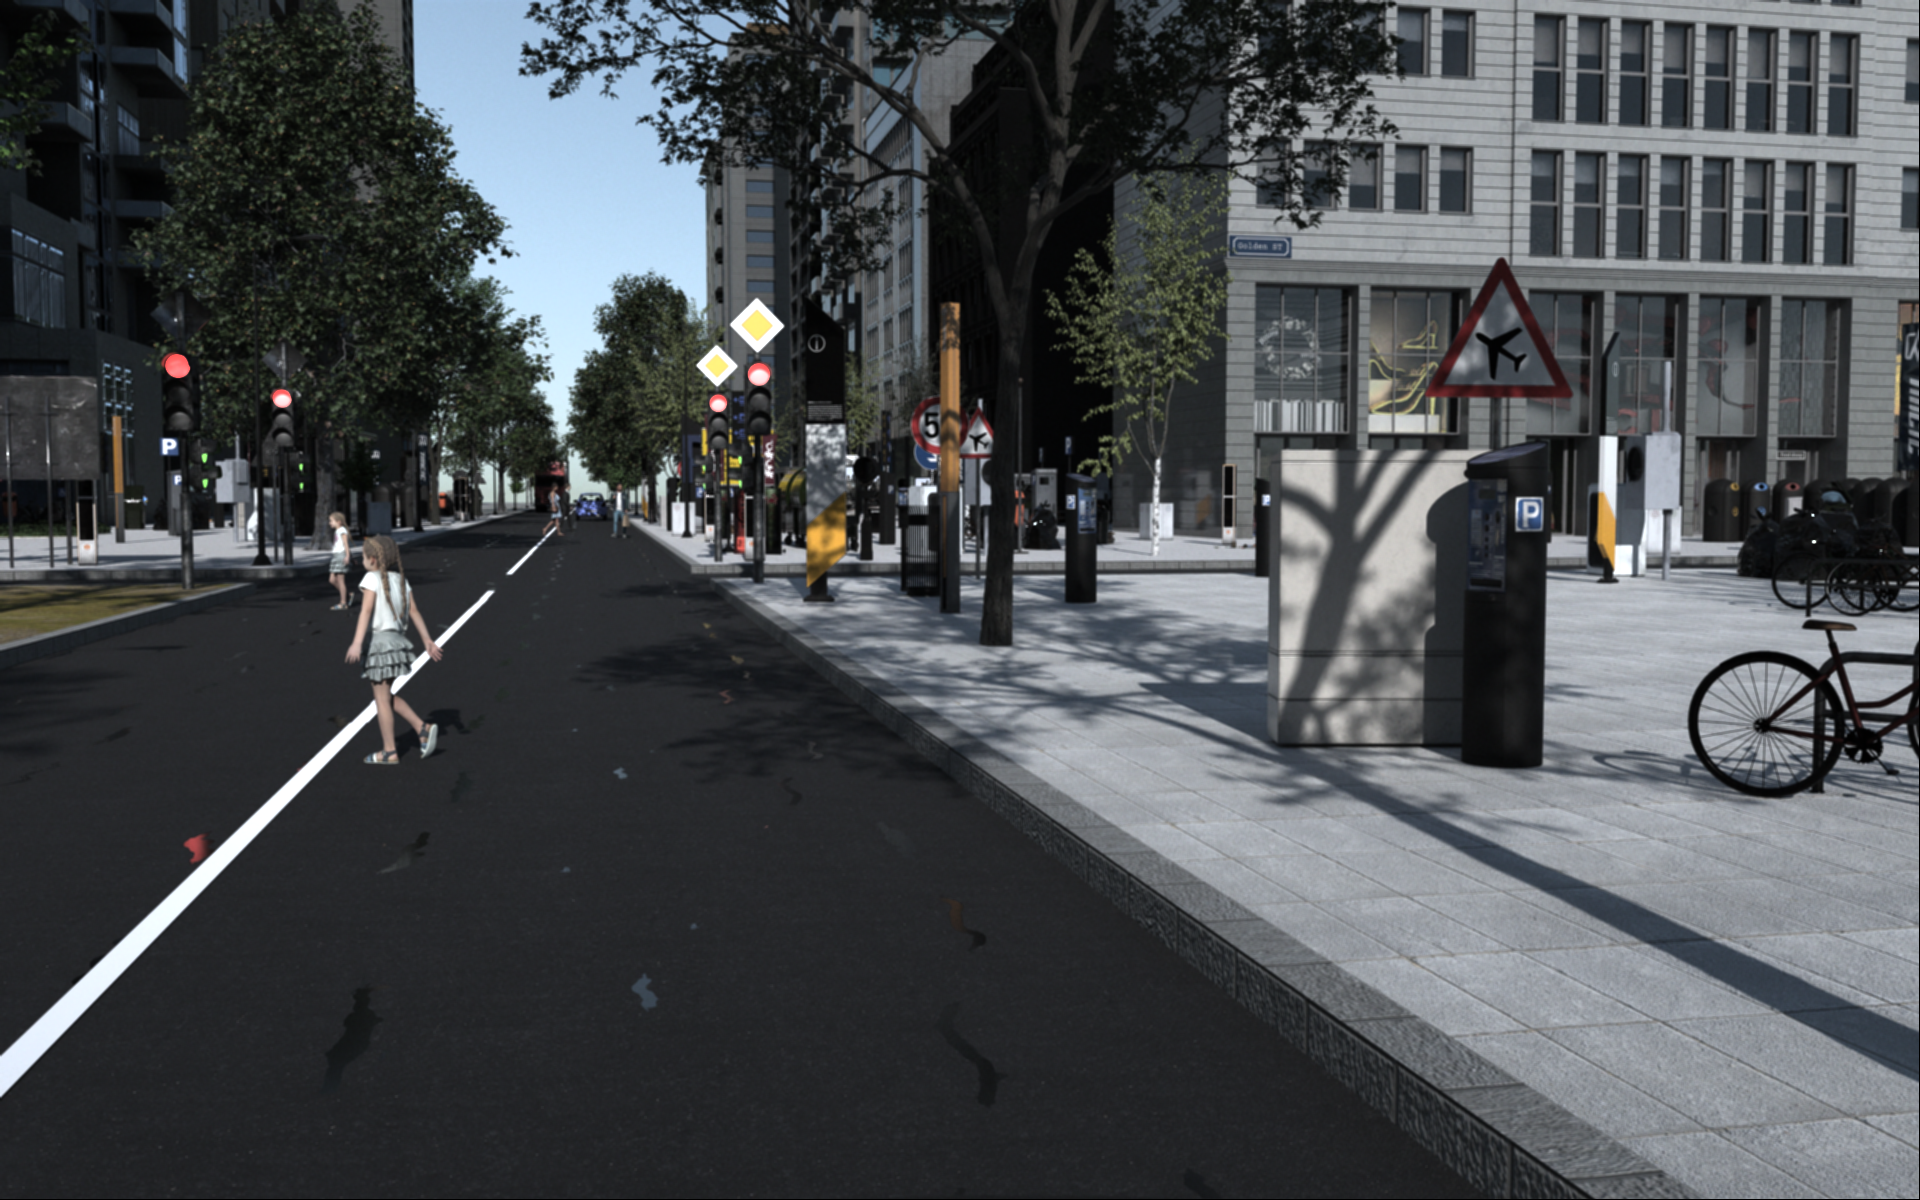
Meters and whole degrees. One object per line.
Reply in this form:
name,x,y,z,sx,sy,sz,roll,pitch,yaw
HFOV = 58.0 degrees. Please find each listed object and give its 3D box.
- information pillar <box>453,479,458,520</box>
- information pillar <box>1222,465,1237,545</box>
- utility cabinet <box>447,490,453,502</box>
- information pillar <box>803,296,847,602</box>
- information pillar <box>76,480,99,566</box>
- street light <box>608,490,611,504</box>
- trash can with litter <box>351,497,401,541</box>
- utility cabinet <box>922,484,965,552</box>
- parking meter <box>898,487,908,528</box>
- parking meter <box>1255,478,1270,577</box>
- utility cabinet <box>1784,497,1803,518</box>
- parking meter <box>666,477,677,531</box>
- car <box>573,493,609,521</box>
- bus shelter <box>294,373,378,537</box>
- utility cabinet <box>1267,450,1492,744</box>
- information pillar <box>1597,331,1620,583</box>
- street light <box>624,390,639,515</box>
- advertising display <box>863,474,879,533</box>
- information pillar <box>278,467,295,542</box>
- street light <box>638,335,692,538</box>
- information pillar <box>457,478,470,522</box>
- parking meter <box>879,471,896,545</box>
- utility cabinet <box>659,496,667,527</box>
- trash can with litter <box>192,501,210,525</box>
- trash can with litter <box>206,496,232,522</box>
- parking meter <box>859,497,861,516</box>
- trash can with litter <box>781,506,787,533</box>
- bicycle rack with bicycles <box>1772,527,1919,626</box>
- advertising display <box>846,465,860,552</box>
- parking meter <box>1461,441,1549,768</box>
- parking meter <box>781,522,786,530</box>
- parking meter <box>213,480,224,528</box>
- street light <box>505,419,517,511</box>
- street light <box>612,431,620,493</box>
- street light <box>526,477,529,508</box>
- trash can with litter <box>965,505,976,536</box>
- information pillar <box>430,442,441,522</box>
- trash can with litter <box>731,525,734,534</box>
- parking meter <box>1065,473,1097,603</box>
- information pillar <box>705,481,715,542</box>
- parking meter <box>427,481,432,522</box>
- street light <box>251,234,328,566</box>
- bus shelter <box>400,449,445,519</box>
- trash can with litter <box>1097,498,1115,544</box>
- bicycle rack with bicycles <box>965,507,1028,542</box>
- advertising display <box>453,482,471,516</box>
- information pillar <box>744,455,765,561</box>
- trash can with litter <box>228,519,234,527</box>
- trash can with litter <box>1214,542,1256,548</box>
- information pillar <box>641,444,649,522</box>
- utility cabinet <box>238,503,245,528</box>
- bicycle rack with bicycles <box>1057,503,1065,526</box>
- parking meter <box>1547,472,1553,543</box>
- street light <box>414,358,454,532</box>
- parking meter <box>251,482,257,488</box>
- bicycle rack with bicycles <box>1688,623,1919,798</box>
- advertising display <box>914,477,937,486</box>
information pillar,-24.628,-4.923,84.975,0.304,2.012,0.304,0,4,7
information pillar,6.742,-2.374,43.308,0.304,2.012,0.304,1,4,20
utility cabinet,-30.286,-5.820,103.831,1.173,1.500,0.318,2,4,35
information pillar,-1.602,-1.785,20.538,0.504,3.616,0.183,1,4,9
information pillar,-15.650,-1.624,31.041,0.304,2.012,0.304,-1,4,-21
street light,-24.742,-9.403,126.276,1.470,5.913,1.316,-1,4,-12
trash can with litter,-16.663,-2.281,48.355,1.678,1.210,2.233,-2,4,-31
utility cabinet,-0.377,-1.782,37.820,0.318,1.500,1.173,-3,4,-38
parking meter,-2.122,-3.451,64.842,0.372,1.533,0.369,0,3,0
parking meter,4.774,-1.128,26.850,0.372,1.533,0.369,0,3,0
utility cabinet,18.614,-1.686,38.730,0.306,1.237,1.020,1,4,22
parking meter,-10.012,-3.329,60.138,0.255,1.863,0.399,-2,4,-28
car,-20.272,-5.238,95.229,1.945,1.707,3.694,-1,4,-12
bus shelter,-20.619,-4.817,56.396,2.179,5.291,8.768,-1,4,-12
utility cabinet,2.188,-0.011,8.854,1.173,1.500,0.318,0,4,-1
information pillar,9.310,-2.049,24.856,0.183,3.616,0.504,3,5,41
street light,-14.347,-6.442,77.875,1.470,5.913,1.316,-1,4,-12
advertising display,-2.757,-3.152,56.751,0.974,1.923,0.123,3,4,36
information pillar,-18.111,-2.575,46.592,0.304,2.012,0.304,0,4,-4
street light,-8.588,-4.789,50.848,1.470,5.913,1.316,-1,4,-12
information pillar,-22.550,-4.551,78.905,0.304,2.012,0.304,1,4,12
parking meter,-1.837,-2.340,43.962,0.255,1.863,0.399,3,5,42
utility cabinet,-11.618,-3.471,67.916,0.306,1.237,1.020,-1,4,-12
trash can with litter,-30.279,-3.489,68.433,0.624,1.170,1.055,2,4,35
trash can with litter,-34.723,-4.234,80.288,1.678,1.210,2.233,-2,4,-25
parking meter,-6.030,-5.712,101.801,0.372,1.533,0.369,0,3,0
trash can with litter,-6.352,-2.871,58.001,2.233,1.210,1.678,1,4,10
bicycle rack with bicycles,10.079,-0.301,18.297,2.925,0.926,2.852,3,5,45
advertising display,-2.658,-2.044,38.634,0.974,1.923,0.123,2,4,35
parking meter,2.590,0.011,8.233,0.372,1.533,0.369,0,3,0
parking meter,-6.396,-3.260,61.713,0.372,1.533,0.369,0,3,0
parking meter,-28.134,-3.670,65.723,0.399,1.863,0.255,3,5,42
street light,-28.075,-8.194,106.507,1.470,5.913,1.316,-1,4,-12
street light,-20.232,-8.114,105.208,1.470,5.913,1.316,-1,4,-12
street light,-33.834,-9.855,133.664,1.470,5.913,1.316,-1,4,-12
trash can with litter,0.421,-2.589,53.380,1.678,1.210,2.233,-1,4,-18
information pillar,-23.651,-5.298,77.971,0.183,3.616,0.504,1,4,21
trash can with litter,-7.687,-2.720,55.853,1.055,1.170,0.624,0,4,-5
parking meter,1.432,-0.739,20.494,0.372,1.533,0.369,0,3,0
information pillar,-6.693,-2.566,46.439,0.304,2.012,0.304,0,4,-8
parking meter,-24.344,-4.526,79.715,0.255,1.863,0.399,0,4,-2
street light,-11.999,-3.577,31.020,1.470,5.913,1.316,-1,4,-12
bus shelter,-27.985,-6.063,90.418,1.731,3.624,6.357,-1,4,-12
trash can with litter,3.614,-2.032,44.618,0.624,1.170,1.055,1,4,21
bicycle rack with bicycles,0.170,-2.080,47.395,2.925,0.926,2.852,1,4,23
advertising display,-26.461,-5.318,92.162,0.974,1.923,0.123,-2,4,-32
information pillar,-3.918,-1.748,33.070,0.304,2.012,0.304,1,4,19
trash can with litter,-28.087,-3.454,67.860,0.624,1.170,1.055,2,4,29
trash can with litter,7.176,-1.840,41.135,2.233,1.210,1.678,1,4,14
information pillar,-14.718,-5.471,80.813,0.183,3.616,0.504,-2,4,-33
utility cabinet,-26.534,-3.447,65.032,1.173,1.500,0.318,1,4,14
bicycle rack with bicycles,3.830,-3.406,69.077,2.925,0.926,2.852,-1,4,-18
parking meter,15.327,-2.433,45.494,0.399,1.863,0.255,-2,4,-28
street light,-17.729,-5.252,58.419,1.470,5.913,1.316,-1,4,-12
parking meter,-34.323,-4.790,84.027,0.399,1.863,0.255,1,4,20
bicycle rack with bicycles,4.961,0.372,7.305,2.925,0.926,2.852,3,5,42
advertising display,-1.288,-3.639,64.710,0.974,1.923,0.123,3,4,36
